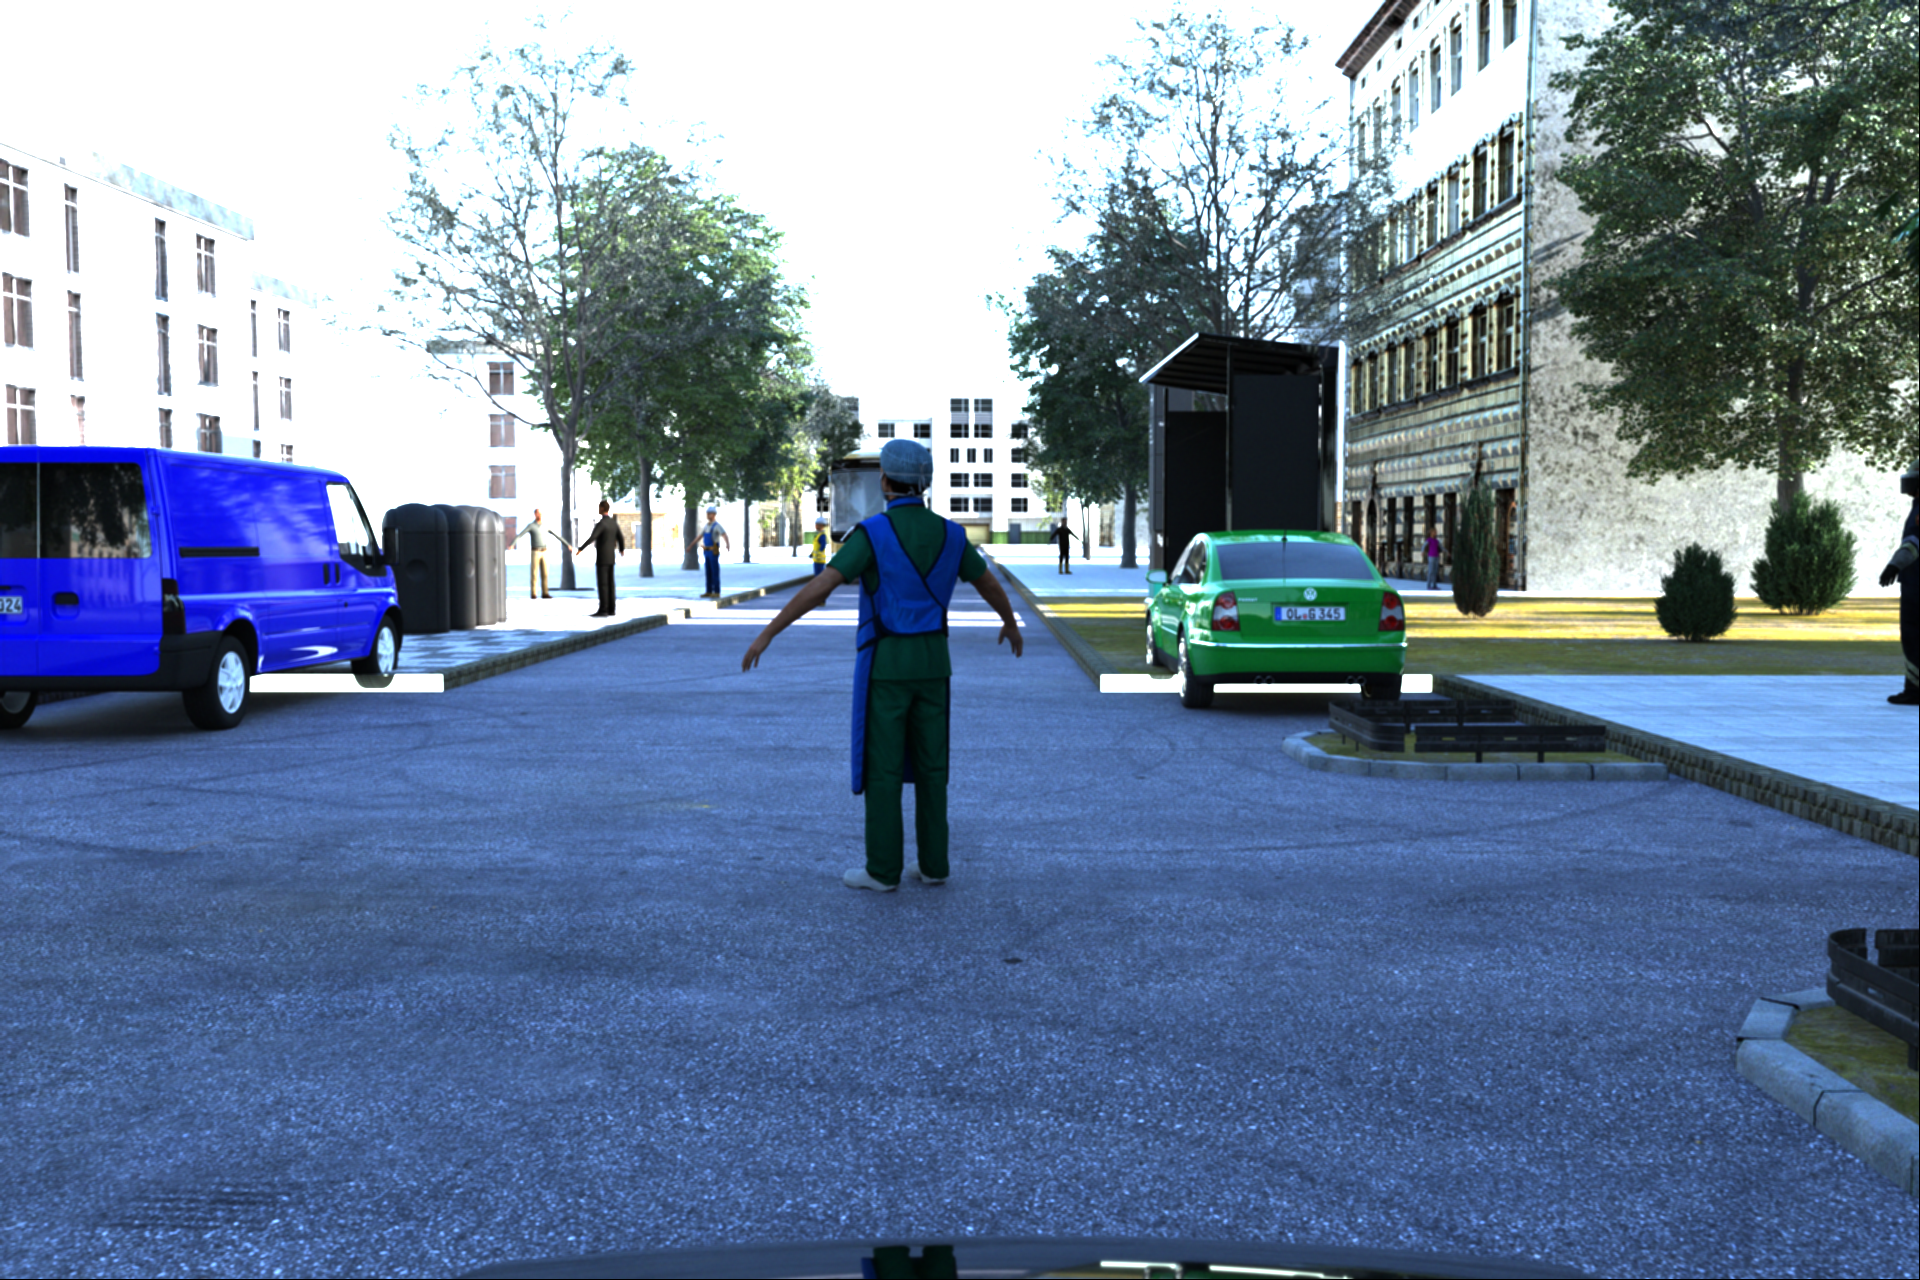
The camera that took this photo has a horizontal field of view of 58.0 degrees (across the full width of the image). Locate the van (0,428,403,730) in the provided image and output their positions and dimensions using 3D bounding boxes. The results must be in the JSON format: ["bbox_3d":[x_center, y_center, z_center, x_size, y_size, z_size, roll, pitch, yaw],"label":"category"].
[{"bbox_3d":[-6.260,-0.609,14.348,2.240,2.365,5.245,0,4,0],"label":"van"}]

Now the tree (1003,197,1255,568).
[{"bbox_3d":[6.412,-9.692,65.124,9.857,13.997,8.962,0,3,0],"label":"tree"}]

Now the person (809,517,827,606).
[{"bbox_3d":[-2.870,-1.563,34.476,0.721,1.772,1.216,-1,4,-12],"label":"person"}]

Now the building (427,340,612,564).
[{"bbox_3d":[-22.335,-8.982,89.002,9.099,9.664,28.070,0,4,0],"label":"building"}]

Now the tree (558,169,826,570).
[{"bbox_3d":[-9.561,-9.487,61.765,9.857,13.997,8.962,0,3,0],"label":"tree"}]

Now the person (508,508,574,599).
[{"bbox_3d":[-8.277,-1.702,34.097,1.348,1.796,0.705,-2,4,-35],"label":"person"}]

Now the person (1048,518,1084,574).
[{"bbox_3d":[3.370,-3.029,55.669,1.346,1.812,0.704,-2,4,-29],"label":"person"}]

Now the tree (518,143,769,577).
[{"bbox_3d":[-9.746,-8.146,51.321,7.486,12.596,7.792,0,3,0],"label":"tree"}]

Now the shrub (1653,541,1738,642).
[{"bbox_3d":[8.768,-0.582,20.633,1.383,1.207,1.383,0,3,0],"label":"shrub"}]

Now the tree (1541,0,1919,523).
[{"bbox_3d":[15.942,-7.732,33.081,9.857,13.997,8.962,0,3,0],"label":"tree"}]

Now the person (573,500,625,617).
[{"bbox_3d":[-5.541,-1.266,26.922,0.704,1.802,1.346,1,4,21],"label":"person"}]

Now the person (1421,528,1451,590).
[{"bbox_3d":[10.919,-1.867,39.791,0.991,1.433,0.599,-2,4,-35],"label":"person"}]

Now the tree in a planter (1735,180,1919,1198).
[{"bbox_3d":[3.057,-0.422,4.127,1.991,3.239,1.994,0,4,0],"label":"tree in a planter"}]

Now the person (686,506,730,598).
[{"bbox_3d":[-5.032,-1.781,34.976,1.347,1.847,0.705,3,5,43],"label":"person"}]

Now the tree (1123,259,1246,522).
[{"bbox_3d":[6.082,-5.910,46.986,4.360,8.622,3.978,0,3,0],"label":"tree"}]

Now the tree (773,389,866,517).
[{"bbox_3d":[-8.657,-10.773,110.547,7.601,10.594,8.767,-1,4,-11],"label":"tree"}]

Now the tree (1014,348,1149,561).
[{"bbox_3d":[6.341,-9.041,82.225,8.767,10.594,7.601,3,4,38],"label":"tree"}]

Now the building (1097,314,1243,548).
[{"bbox_3d":[23.875,-20.952,173.490,19.493,23.208,18.063,0,3,0],"label":"building"}]

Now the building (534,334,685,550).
[{"bbox_3d":[-28.500,-17.391,140.767,16.016,20.090,11.380,0,4,1],"label":"building"}]

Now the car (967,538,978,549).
[{"bbox_3d":[-0.257,-3.398,68.140,1.945,1.354,3.894,0,3,0],"label":"car"}]

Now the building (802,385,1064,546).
[{"bbox_3d":[-3.451,-21.000,212.263,31.486,18.905,16.747,0,4,-4],"label":"building"}]

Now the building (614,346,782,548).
[{"bbox_3d":[-27.266,-20.361,163.837,19.493,23.208,18.063,0,3,0],"label":"building"}]

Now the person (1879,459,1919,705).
[{"bbox_3d":[7.233,-0.442,13.096,0.704,1.845,1.351,3,5,40],"label":"person"}]

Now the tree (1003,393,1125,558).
[{"bbox_3d":[6.696,-9.679,92.671,8.767,10.594,7.601,0,4,-5],"label":"tree"}]

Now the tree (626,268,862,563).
[{"bbox_3d":[-9.433,-10.172,76.690,12.009,13.543,11.850,0,3,0],"label":"tree"}]

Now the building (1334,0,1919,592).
[{"bbox_3d":[21.694,-13.194,46.658,19.493,23.208,18.063,0,3,0],"label":"building"}]

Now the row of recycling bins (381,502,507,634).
[{"bbox_3d":[-7.012,-1.023,23.841,1.069,1.692,3.534,0,4,1],"label":"row of recycling bins"}]

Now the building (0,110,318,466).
[{"bbox_3d":[-23.296,-6.371,46.313,9.099,9.664,28.070,0,4,1],"label":"building"}]

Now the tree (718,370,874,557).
[{"bbox_3d":[-9.092,-9.804,94.711,8.767,10.594,7.601,-1,4,-9],"label":"tree"}]

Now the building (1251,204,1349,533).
[{"bbox_3d":[22.078,-14.906,100.128,16.016,20.090,11.380,0,3,0],"label":"building"}]

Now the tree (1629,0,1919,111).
[{"bbox_3d":[9.239,-6.223,12.110,12.009,13.543,11.850,0,3,0],"label":"tree"}]

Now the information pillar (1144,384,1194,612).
[{"bbox_3d":[3.437,-2.378,28.251,0.750,3.857,0.750,0,4,-2],"label":"information pillar"}]

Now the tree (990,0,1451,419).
[{"bbox_3d":[5.722,-7.757,37.195,12.009,13.543,11.850,0,3,0],"label":"tree"}]

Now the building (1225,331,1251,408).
[{"bbox_3d":[25.244,-18.374,156.829,16.016,20.090,11.380,0,4,1],"label":"building"}]

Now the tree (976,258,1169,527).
[{"bbox_3d":[7.100,-15.392,107.550,12.611,20.169,13.585,0,3,0],"label":"tree"}]

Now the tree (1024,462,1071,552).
[{"bbox_3d":[6.766,-10.411,120.577,4.737,8.622,4.395,0,3,0],"label":"tree"}]

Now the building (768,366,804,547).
[{"bbox_3d":[-26.582,-21.510,182.616,19.493,23.208,18.063,0,4,0],"label":"building"}]

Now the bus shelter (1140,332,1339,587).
[{"bbox_3d":[3.611,-1.959,23.316,1.731,3.624,6.357,0,4,0],"label":"bus shelter"}]

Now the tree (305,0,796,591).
[{"bbox_3d":[-8.977,-7.882,39.246,12.009,13.543,11.850,0,3,0],"label":"tree"}]

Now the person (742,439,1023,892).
[{"bbox_3d":[-0.245,0.094,7.050,1.347,1.817,0.704,-2,4,-35],"label":"person"}]

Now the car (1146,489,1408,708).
[{"bbox_3d":[2.721,-0.418,15.624,1.959,1.807,4.718,0,4,0],"label":"car"}]

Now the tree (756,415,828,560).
[{"bbox_3d":[-8.727,-8.367,87.167,4.737,8.622,4.395,0,3,0],"label":"tree"}]

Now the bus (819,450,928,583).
[{"bbox_3d":[-2.422,-3.825,54.084,2.896,3.916,12.252,0,4,0],"label":"bus"}]

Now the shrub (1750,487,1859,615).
[{"bbox_3d":[13.425,-1.415,27.557,1.690,2.028,1.600,0,3,0],"label":"shrub"}]

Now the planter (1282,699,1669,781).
[{"bbox_3d":[3.121,0.617,11.051,1.991,0.319,1.994,0,4,0],"label":"planter"}]
